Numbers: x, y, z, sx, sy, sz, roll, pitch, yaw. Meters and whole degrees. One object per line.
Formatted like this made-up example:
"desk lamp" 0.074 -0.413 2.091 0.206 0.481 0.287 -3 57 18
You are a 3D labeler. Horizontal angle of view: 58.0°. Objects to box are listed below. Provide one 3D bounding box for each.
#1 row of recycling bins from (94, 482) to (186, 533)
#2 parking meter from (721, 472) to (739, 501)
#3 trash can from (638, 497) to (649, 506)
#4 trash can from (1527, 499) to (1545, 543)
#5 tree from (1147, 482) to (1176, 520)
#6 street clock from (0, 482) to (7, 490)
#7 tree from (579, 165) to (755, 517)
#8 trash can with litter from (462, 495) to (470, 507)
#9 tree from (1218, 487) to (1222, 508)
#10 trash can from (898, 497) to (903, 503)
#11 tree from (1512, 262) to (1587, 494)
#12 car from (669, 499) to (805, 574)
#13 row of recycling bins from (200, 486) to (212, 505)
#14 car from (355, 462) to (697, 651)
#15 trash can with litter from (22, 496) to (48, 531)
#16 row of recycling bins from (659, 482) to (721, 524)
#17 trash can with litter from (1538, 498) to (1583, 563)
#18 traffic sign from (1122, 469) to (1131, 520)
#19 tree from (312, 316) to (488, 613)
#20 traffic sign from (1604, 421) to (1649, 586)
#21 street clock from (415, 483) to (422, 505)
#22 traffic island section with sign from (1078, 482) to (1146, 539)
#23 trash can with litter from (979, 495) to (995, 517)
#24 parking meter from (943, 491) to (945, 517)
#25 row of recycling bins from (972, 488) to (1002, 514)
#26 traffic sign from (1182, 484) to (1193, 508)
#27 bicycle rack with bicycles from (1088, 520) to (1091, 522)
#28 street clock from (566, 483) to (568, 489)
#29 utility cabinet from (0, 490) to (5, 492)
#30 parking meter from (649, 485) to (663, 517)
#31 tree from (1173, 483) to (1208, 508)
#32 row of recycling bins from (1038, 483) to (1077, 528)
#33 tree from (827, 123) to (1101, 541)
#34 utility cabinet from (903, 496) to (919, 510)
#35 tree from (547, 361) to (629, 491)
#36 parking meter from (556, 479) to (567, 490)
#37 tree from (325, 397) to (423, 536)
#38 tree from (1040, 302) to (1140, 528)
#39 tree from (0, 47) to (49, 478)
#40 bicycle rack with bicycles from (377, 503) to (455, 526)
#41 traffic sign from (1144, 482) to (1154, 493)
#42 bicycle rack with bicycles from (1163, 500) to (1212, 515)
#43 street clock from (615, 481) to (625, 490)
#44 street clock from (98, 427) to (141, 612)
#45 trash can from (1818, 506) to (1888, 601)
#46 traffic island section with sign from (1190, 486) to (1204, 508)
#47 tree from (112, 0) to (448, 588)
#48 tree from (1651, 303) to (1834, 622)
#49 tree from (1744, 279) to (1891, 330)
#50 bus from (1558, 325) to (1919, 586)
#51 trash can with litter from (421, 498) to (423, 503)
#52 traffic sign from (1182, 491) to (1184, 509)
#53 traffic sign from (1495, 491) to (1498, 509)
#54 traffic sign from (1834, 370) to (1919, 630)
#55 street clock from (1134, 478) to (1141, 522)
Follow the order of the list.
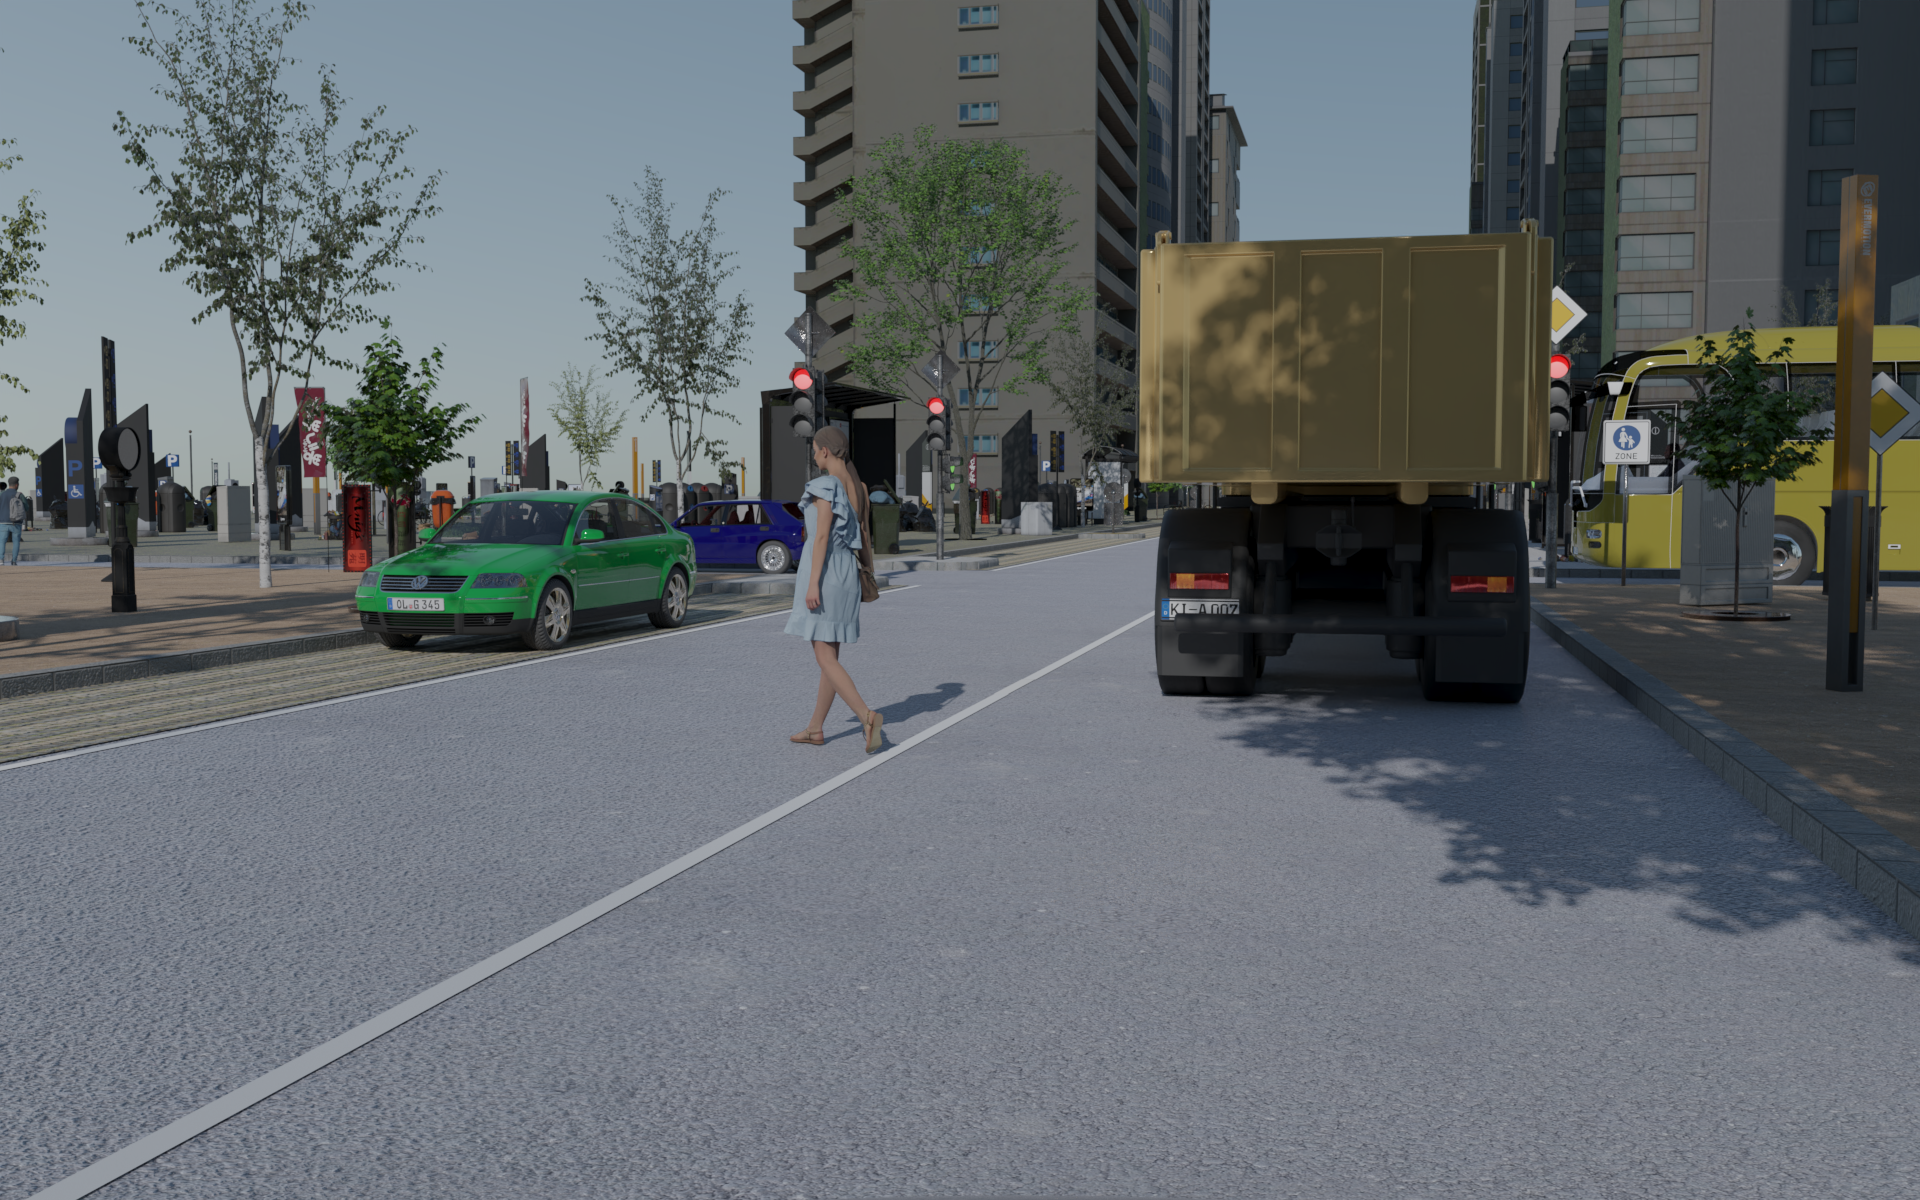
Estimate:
"row of recycling bins" -27.460 -3.061 57.158 3.534 1.692 1.069 -3 4 -36
"parking meter" -5.525 -2.196 41.620 0.399 1.863 0.255 0 4 -5
"trash can" -13.169 -3.699 72.140 0.748 1.137 0.748 0 3 0
"trash can" 15.229 -2.064 45.399 0.748 1.137 0.748 0 3 0
"tree" 9.889 -5.676 87.401 1.663 3.219 1.824 0 3 0
"street clock" -55.790 -5.894 100.943 0.358 2.002 0.471 2 4 33
"tree" -6.336 -5.411 38.839 4.360 8.622 3.978 0 3 0
"trash can with litter" -24.732 -4.722 88.266 2.233 1.210 1.678 0 4 -6
"tree" 17.321 -10.158 116.452 4.737 8.622 4.395 0 3 0
"trash can" -2.709 -4.155 79.586 0.748 1.137 0.748 0 3 0
"tree" 16.647 -6.221 52.073 4.360 8.622 3.978 0 3 0
"car" -4.378 -1.179 31.863 3.894 1.354 1.945 1 4 14
"row of recycling bins" -37.193 -4.854 86.482 1.069 1.692 3.534 -1 4 -14
"car" -4.180 -0.520 17.305 1.959 1.807 4.718 1 4 14
"trash can with litter" -32.532 -2.994 60.003 1.678 1.210 2.233 0 4 -7
"row of recycling bins" -9.574 -3.321 61.411 1.069 1.692 3.534 2 4 24
"trash can with litter" 11.984 -1.358 33.258 1.678 1.210 2.233 3 4 39
"traffic sign" 8.146 -5.278 86.393 0.768 2.556 0.104 1 4 19
"tree" -6.321 -1.493 19.014 1.663 3.219 1.824 0 3 0
"traffic sign" 9.235 -1.340 24.045 0.606 2.300 0.079 1 4 23
"street clock" -29.075 -5.391 92.710 0.471 2.002 0.358 1 4 15
"traffic island section with sign" 4.957 -2.898 56.018 1.989 1.847 2.006 1 4 14
"trash can with litter" 2.519 -5.516 101.243 2.233 1.210 1.678 3 5 41
"parking meter" -1.029 -5.338 95.683 0.372 1.533 0.369 0 3 0
"row of recycling bins" 2.126 -6.273 109.668 3.534 1.692 1.069 2 4 30
"traffic sign" 12.147 -5.532 92.580 0.606 2.300 0.079 1 4 20
"bicycle rack with bicycles" 4.700 -4.012 78.981 2.925 0.926 2.852 -1 4 -17
"street clock" -24.662 -6.315 107.824 0.358 2.002 0.471 3 4 37
"utility cabinet" -54.508 -5.517 98.886 0.318 1.500 1.173 1 4 9
"parking meter" -8.482 -2.443 48.351 0.372 1.533 0.369 0 3 0
"tree" 12.898 -7.025 98.579 4.285 4.588 4.351 0 3 0
"row of recycling bins" 3.760 -3.641 66.648 1.069 1.692 3.534 1 4 19
"tree" 0.142 -7.484 48.116 9.928 11.665 9.643 0 3 0
"utility cabinet" -1.751 -3.090 61.679 0.306 1.237 1.020 -1 4 -19
"tree" -20.932 -8.958 96.827 4.737 8.622 4.395 0 3 0
"parking meter" -15.717 -3.832 68.362 0.399 1.863 0.255 -1 4 -11
"tree" -17.864 -4.235 52.962 4.285 4.588 4.351 0 3 0
"tree" 4.929 -7.067 65.908 4.360 8.622 3.978 0 3 0
"tree" -15.554 -4.617 25.848 4.737 8.622 4.395 0 3 0
"bicycle rack with bicycles" -21.965 -3.523 70.976 2.925 0.926 2.852 2 4 25
"traffic sign" 8.840 -5.057 82.688 0.884 2.594 0.081 1 4 22
"bicycle rack with bicycles" 13.602 -5.651 105.774 2.925 0.926 2.852 3 5 40
"street clock" -18.665 -5.536 95.079 0.471 2.002 0.358 1 4 22
"street clock" -9.100 -0.870 18.800 0.358 2.002 0.471 0 4 4
"trash can" 10.738 -0.563 20.858 0.748 1.137 0.748 0 3 0
"traffic island section with sign" 11.271 -4.501 82.226 1.989 1.847 2.006 1 4 14
"tree" -9.372 -4.466 23.376 4.360 8.622 3.978 0 3 0
"tree" 7.994 -1.412 17.690 1.663 3.219 1.824 0 3 0
"tree" 28.648 -6.646 59.026 4.360 8.622 3.978 0 3 0
"bus" 15.248 -2.074 25.460 12.252 3.916 2.896 1 4 12
"trash can with litter" -35.493 -6.255 113.321 2.233 1.210 1.678 -3 4 -38
"traffic sign" 13.342 -6.337 103.715 0.768 2.556 0.104 1 4 20
"traffic sign" 12.402 -2.449 40.039 0.884 2.594 0.081 2 4 23
"traffic sign" 8.629 -0.923 16.280 0.795 2.450 0.064 1 4 21
"street clock" 8.086 -4.548 78.923 0.358 2.002 0.471 1 4 21
